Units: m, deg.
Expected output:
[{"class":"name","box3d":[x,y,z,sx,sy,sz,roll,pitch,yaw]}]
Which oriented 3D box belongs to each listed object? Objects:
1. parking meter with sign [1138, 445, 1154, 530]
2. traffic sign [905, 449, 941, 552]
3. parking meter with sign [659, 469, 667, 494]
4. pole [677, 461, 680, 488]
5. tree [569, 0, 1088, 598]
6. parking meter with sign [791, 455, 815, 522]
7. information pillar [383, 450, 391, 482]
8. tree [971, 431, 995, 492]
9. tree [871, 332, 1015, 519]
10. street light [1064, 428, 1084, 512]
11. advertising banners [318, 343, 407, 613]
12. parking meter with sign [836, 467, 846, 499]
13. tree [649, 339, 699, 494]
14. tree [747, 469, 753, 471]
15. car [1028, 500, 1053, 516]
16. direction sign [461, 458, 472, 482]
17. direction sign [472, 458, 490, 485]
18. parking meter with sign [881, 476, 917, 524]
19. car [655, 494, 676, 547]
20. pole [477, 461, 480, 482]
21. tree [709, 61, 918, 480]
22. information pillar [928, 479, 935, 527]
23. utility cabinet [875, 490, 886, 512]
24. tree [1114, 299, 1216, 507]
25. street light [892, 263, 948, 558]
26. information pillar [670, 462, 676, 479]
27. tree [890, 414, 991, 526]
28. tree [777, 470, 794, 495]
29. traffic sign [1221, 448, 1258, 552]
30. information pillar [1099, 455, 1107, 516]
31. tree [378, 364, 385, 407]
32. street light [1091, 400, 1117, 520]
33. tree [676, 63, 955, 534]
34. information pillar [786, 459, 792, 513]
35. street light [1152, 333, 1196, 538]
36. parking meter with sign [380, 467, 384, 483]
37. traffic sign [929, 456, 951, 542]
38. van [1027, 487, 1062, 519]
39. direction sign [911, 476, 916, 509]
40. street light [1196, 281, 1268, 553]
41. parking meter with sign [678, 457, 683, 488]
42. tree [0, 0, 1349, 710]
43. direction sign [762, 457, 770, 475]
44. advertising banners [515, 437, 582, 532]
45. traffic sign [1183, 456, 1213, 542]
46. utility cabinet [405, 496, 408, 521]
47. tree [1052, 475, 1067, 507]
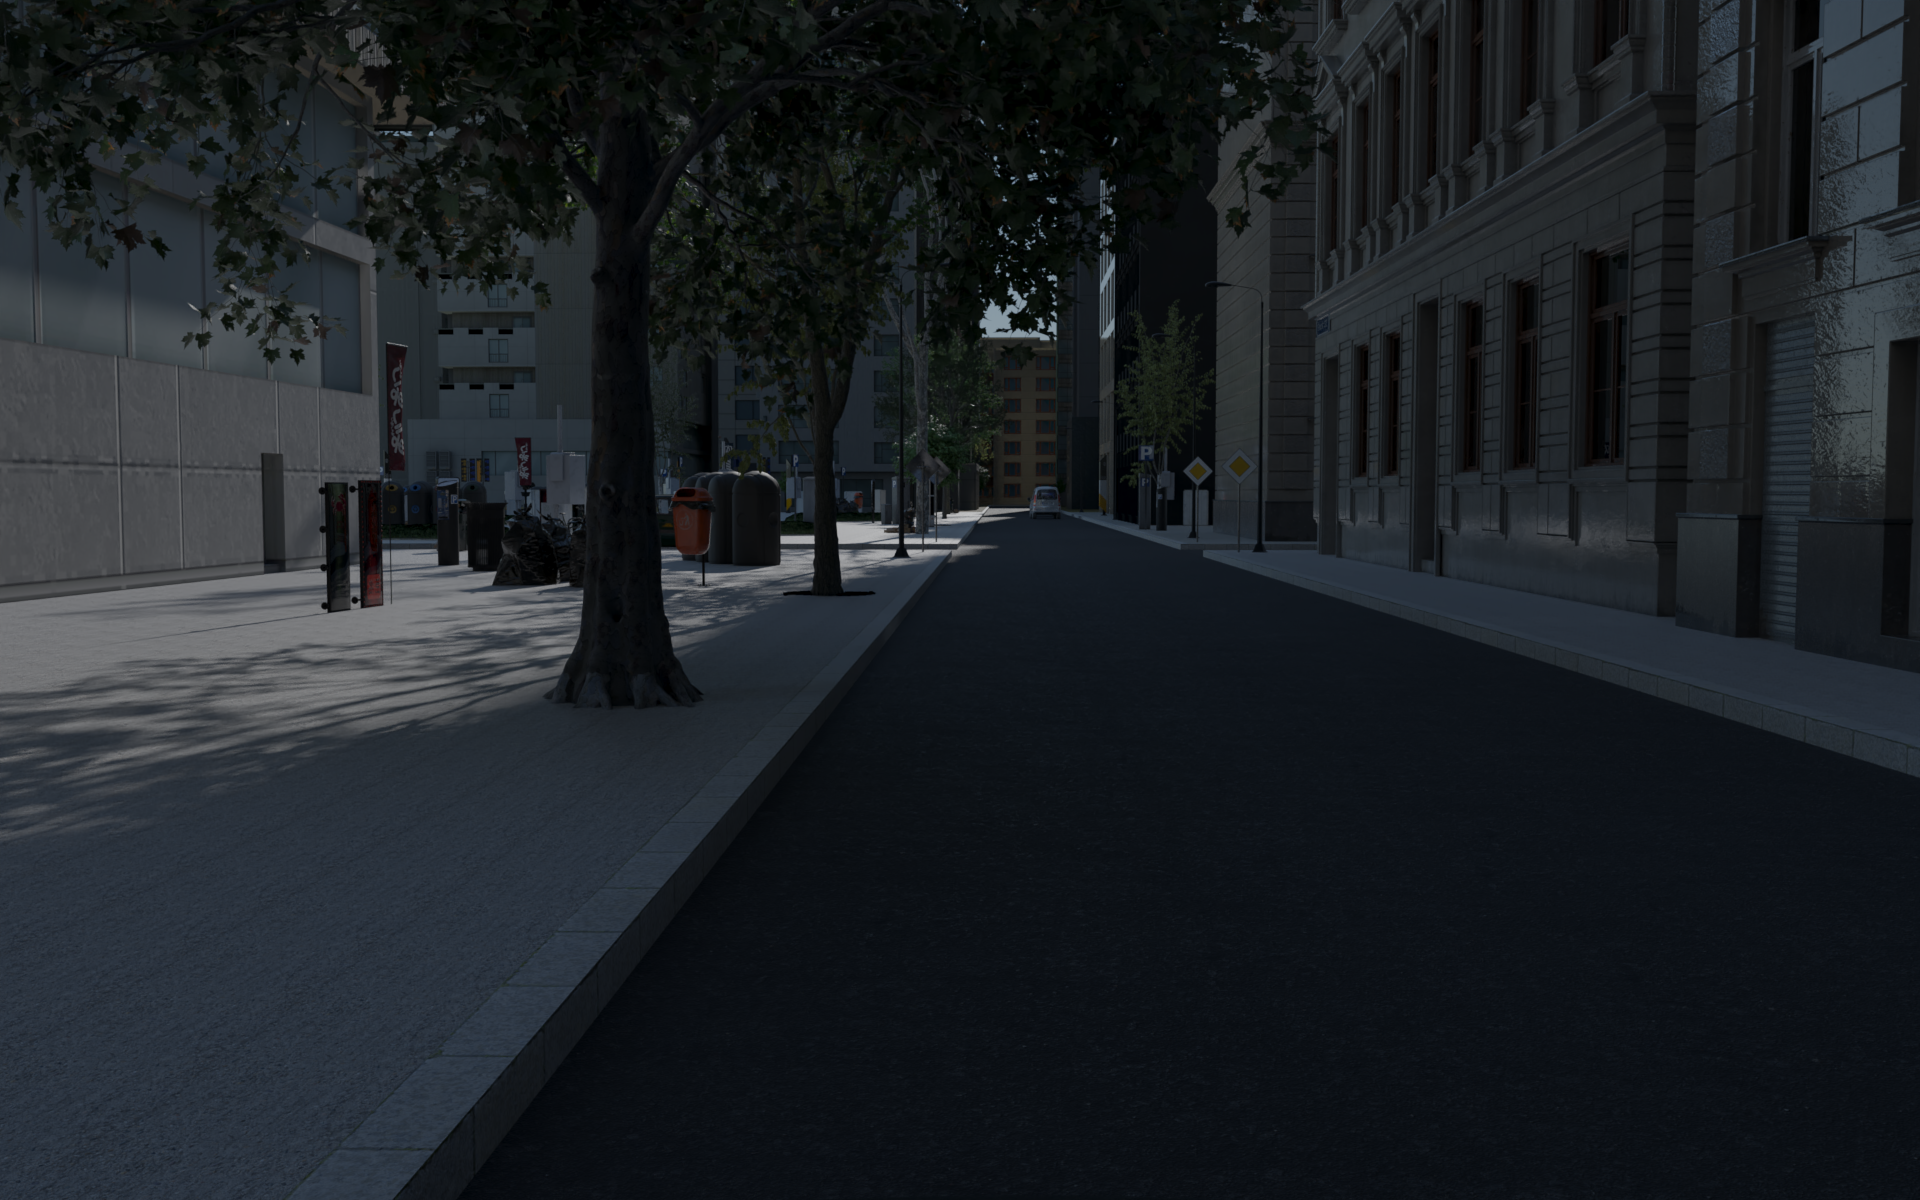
[{"class":"parking meter with sign","box3d":[6.739,-4.078,62.943,0.543,3.016,1.738,0,4,5]},{"class":"traffic sign","box3d":[-0.815,-2.115,38.215,0.795,2.450,0.064,0,4,1]},{"class":"parking meter with sign","box3d":[-19.972,-7.461,118.246,0.543,3.016,1.738,-2,4,-30]},{"class":"pole","box3d":[-17.526,-6.975,107.891,0.158,3.312,0.155,0,3,0]},{"class":"tree","box3d":[-1.596,-5.873,21.781,9.928,11.665,9.643,0,3,0]},{"class":"parking meter with sign","box3d":[-6.526,-4.893,76.254,1.738,3.016,0.543,1,4,22]},{"class":"information pillar","box3d":[-30.636,-6.198,92.696,0.183,3.616,0.504,2,4,25]},{"class":"tree","box3d":[1.763,-14.087,180.685,4.360,8.622,3.978,0,3,0]},{"class":"tree","box3d":[-0.979,-9.443,88.799,8.767,10.594,7.601,2,4,27]},{"class":"street light","box3d":[7.970,-9.087,121.109,1.470,5.913,1.316,0,4,1]},{"class":"advertising banners","box3d":[-6.686,-1.429,19.558,0.090,3.025,2.074,1,4,8]},{"class":"parking meter with sign","box3d":[-8.319,-7.107,112.466,1.738,3.016,0.543,2,4,24]},{"class":"tree","box3d":[-13.286,-7.714,76.486,4.360,8.622,3.978,0,3,0]},{"class":"tree","box3d":[-14.854,-7.641,119.536,1.663,3.219,1.824,0,3,0]},{"class":"car","box3d":[5.324,-6.173,110.516,1.945,1.707,3.694,0,4,1]},{"class":"direction sign","box3d":[-31.231,-7.219,110.029,0.876,3.537,0.379,-2,4,-25]},{"class":"direction sign","box3d":[-30.212,-7.202,109.755,0.876,3.537,0.379,-3,5,-41]},{"class":"parking meter with sign","box3d":[-2.538,-4.746,73.860,1.738,3.016,0.543,-2,4,-34]},{"class":"car","box3d":[-6.504,-1.961,41.852,4.222,1.686,2.009,0,4,2]},{"class":"pole","box3d":[-30.023,-6.987,108.076,0.158,3.312,0.155,0,3,0]},{"class":"tree","box3d":[-2.423,-4.792,28.709,4.737,8.622,4.395,0,3,0]},{"class":"information pillar","box3d":[-1.185,-3.819,66.929,0.304,2.012,0.304,3,4,38]},{"class":"utility cabinet","box3d":[-3.999,-4.791,87.019,0.318,1.500,1.173,-1,4,-16]},{"class":"tree","box3d":[7.674,-7.098,66.414,4.737,8.622,4.395,0,3,0]},{"class":"street light","box3d":[-0.642,-3.811,34.843,1.470,5.913,1.316,0,4,1]},{"class":"information pillar","box3d":[-20.241,-7.992,122.027,0.504,3.616,0.183,1,4,10]},{"class":"tree","box3d":[-1.002,-5.294,70.278,4.285,4.588,4.351,0,3,0]},{"class":"tree","box3d":[-11.976,-7.749,121.290,1.663,3.219,1.824,0,3,0]},{"class":"traffic sign","box3d":[6.127,-2.103,38.034,0.795,2.450,0.064,0,4,1]},{"class":"information pillar","box3d":[8.526,-6.839,103.167,0.504,3.616,0.183,-2,4,-30]},{"class":"tree","box3d":[-23.393,-6.933,63.714,4.360,8.622,3.978,0,3,0]},{"class":"street light","box3d":[7.207,-6.937,85.963,1.470,5.913,1.316,0,4,1]},{"class":"tree","box3d":[-2.441,-12.238,55.972,12.611,20.169,13.585,0,3,0]},{"class":"information pillar","box3d":[-11.370,-7.569,115.114,0.183,3.616,0.504,-3,5,-42]},{"class":"street light","box3d":[6.253,-4.751,50.227,1.470,5.913,1.316,0,4,1]},{"class":"parking meter with sign","box3d":[-36.431,-6.998,110.672,0.543,3.016,1.738,1,4,22]},{"class":"traffic sign","box3d":[-0.630,-2.603,46.198,0.795,2.450,0.064,0,4,1]},{"class":"van","box3d":[4.951,-5.740,100.857,2.013,2.044,4.112,0,4,-1]},{"class":"direction sign","box3d":[-2.583,-6.541,98.941,0.379,3.537,0.876,2,4,24]},{"class":"street light","box3d":[6.058,-4.003,37.986,1.470,5.913,1.316,0,4,1]},{"class":"parking meter with sign","box3d":[-12.197,-5.158,80.600,1.738,3.016,0.543,0,4,5]},{"class":"tree","box3d":[-2.030,-5.706,10.305,9.611,12.733,9.660,0,3,0]},{"class":"direction sign","box3d":[-11.872,-6.990,106.289,0.379,3.537,0.876,2,4,25]},{"class":"advertising banners","box3d":[-12.695,-3.497,53.371,2.074,3.025,0.090,0,4,6]},{"class":"traffic sign","box3d":[6.312,-2.592,46.017,0.795,2.450,0.064,0,4,1]},{"class":"utility cabinet","box3d":[-23.330,-3.872,74.472,1.020,1.237,0.306,0,4,-4]},{"class":"tree","box3d":[9.894,-10.894,172.717,1.663,3.219,1.824,0,3,0]}]
